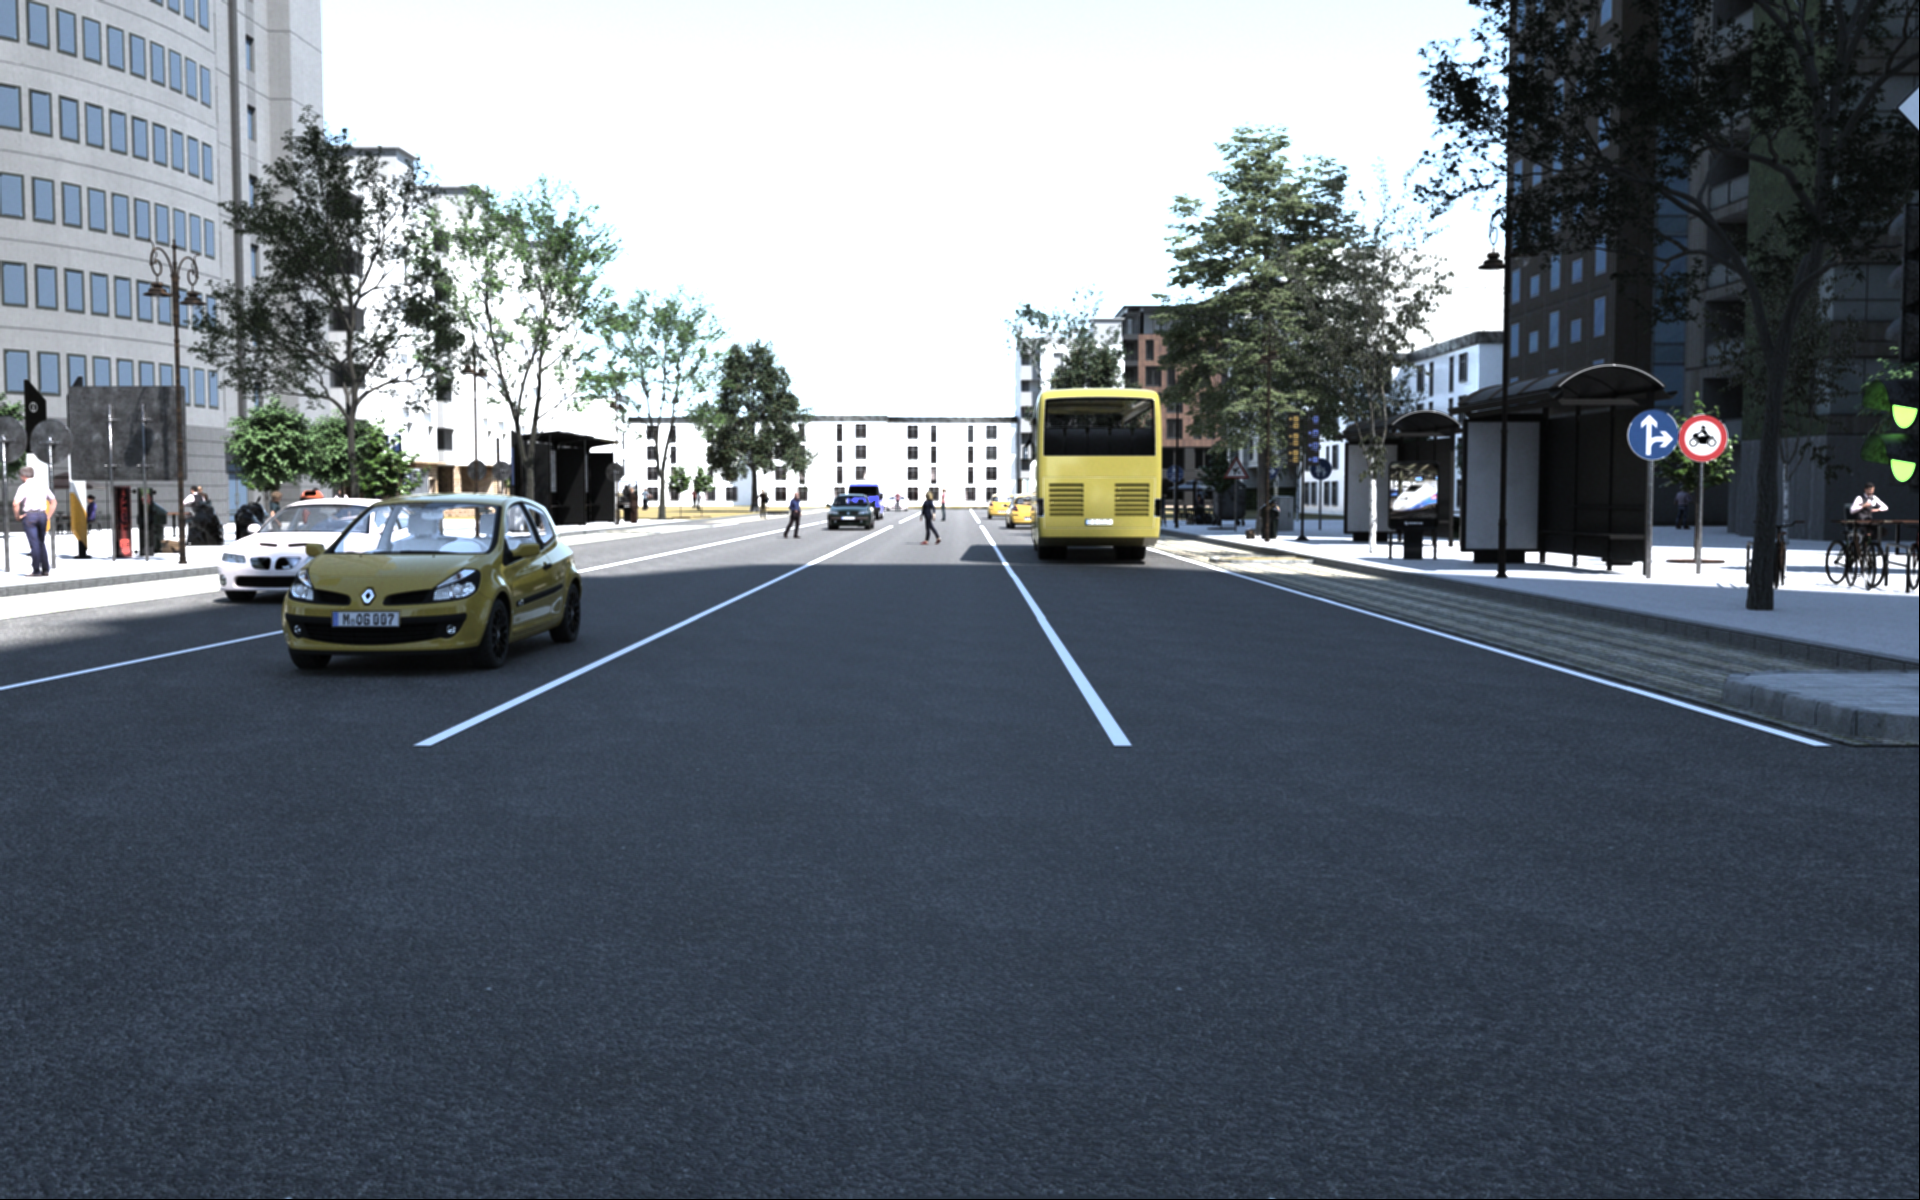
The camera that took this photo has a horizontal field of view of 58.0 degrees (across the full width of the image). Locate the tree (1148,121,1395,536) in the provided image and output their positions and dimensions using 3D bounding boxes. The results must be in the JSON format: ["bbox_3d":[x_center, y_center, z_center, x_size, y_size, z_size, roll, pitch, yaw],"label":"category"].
[{"bbox_3d":[9.502,-8.289,53.657,7.486,12.596,7.792,0,3,0],"label":"tree"}]

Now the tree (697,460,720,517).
[{"bbox_3d":[-14.327,-6.196,95.905,1.663,3.219,1.824,0,3,0],"label":"tree"}]

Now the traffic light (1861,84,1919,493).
[{"bbox_3d":[6.228,-1.350,10.992,0.839,4.253,0.868,0,3,0],"label":"traffic light"}]

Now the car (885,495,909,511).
[{"bbox_3d":[-5.451,-8.411,149.883,2.083,1.381,4.827,0,4,-2],"label":"car"}]

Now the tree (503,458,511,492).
[{"bbox_3d":[-20.003,-5.128,78.451,1.663,3.219,1.824,0,3,0],"label":"tree"}]

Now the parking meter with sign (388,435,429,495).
[{"bbox_3d":[-16.174,-3.381,51.537,0.543,3.016,1.738,2,4,29],"label":"parking meter with sign"}]

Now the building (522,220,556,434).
[{"bbox_3d":[-36.556,-15.842,115.440,16.016,20.091,11.380,0,3,0],"label":"building"}]

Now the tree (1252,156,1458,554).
[{"bbox_3d":[8.657,-5.302,37.051,4.360,8.622,3.978,0,3,0],"label":"tree"}]

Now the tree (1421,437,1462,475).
[{"bbox_3d":[22.038,-5.321,70.714,4.285,4.588,4.351,0,3,0],"label":"tree"}]

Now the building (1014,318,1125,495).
[{"bbox_3d":[11.921,-20.539,192.230,11.380,20.091,16.016,0,3,0],"label":"building"}]

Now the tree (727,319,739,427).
[{"bbox_3d":[-14.696,-9.740,85.004,9.928,11.665,9.643,0,3,0],"label":"tree"}]

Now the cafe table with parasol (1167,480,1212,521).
[{"bbox_3d":[11.170,-4.748,82.499,2.610,1.966,2.610,0,4,3],"label":"cafe table with parasol"}]

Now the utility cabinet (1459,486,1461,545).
[{"bbox_3d":[12.985,-2.095,42.937,0.318,1.500,1.173,-3,5,-43],"label":"utility cabinet"}]

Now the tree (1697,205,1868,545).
[{"bbox_3d":[20.856,-5.704,43.619,4.360,8.622,3.978,0,3,0],"label":"tree"}]

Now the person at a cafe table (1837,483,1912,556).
[{"bbox_3d":[19.315,-1.707,36.420,1.698,1.524,1.622,-1,4,-11],"label":"person at a cafe table"}]

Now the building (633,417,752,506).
[{"bbox_3d":[-36.118,-15.096,188.970,28.070,9.664,9.099,0,3,0],"label":"building"}]

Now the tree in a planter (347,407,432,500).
[{"bbox_3d":[-11.933,-2.352,35.674,1.991,3.239,1.994,0,3,0],"label":"tree in a planter"}]

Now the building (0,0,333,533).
[{"bbox_3d":[-40.522,-32.122,67.195,21.231,58.520,28.212,0,3,0],"label":"building"}]

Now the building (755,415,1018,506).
[{"bbox_3d":[-7.806,-15.057,188.325,28.070,9.664,9.099,0,3,0],"label":"building"}]

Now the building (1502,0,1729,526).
[{"bbox_3d":[32.867,-25.977,74.840,14.600,45.320,14.200,0,3,0],"label":"building"}]

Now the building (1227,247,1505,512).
[{"bbox_3d":[31.323,-16.293,132.845,16.747,18.905,31.486,0,3,0],"label":"building"}]

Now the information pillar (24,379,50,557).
[{"bbox_3d":[-18.983,-2.707,35.619,0.183,3.616,0.504,1,4,16],"label":"information pillar"}]

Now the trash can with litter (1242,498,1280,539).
[{"bbox_3d":[8.590,-2.328,49.450,1.055,1.170,0.624,1,4,9],"label":"trash can with litter"}]

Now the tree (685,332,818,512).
[{"bbox_3d":[-14.678,-12.621,123.354,9.611,12.733,9.660,0,3,0],"label":"tree"}]

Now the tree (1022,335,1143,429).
[{"bbox_3d":[9.124,-12.714,124.876,9.611,12.733,9.660,0,3,0],"label":"tree"}]

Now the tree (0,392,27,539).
[{"bbox_3d":[-28.368,-4.056,50.023,4.285,4.588,4.351,0,3,0],"label":"tree"}]

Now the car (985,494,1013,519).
[{"bbox_3d":[2.459,-5.492,100.011,2.015,1.641,3.980,0,4,1],"label":"car"}]

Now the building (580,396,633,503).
[{"bbox_3d":[-42.455,-12.391,144.735,28.070,9.664,9.099,0,3,0],"label":"building"}]

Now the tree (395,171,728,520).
[{"bbox_3d":[-14.349,-8.030,57.042,9.928,11.665,9.643,0,3,0],"label":"tree"}]

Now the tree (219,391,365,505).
[{"bbox_3d":[-21.846,-4.367,55.107,4.285,4.588,4.351,0,3,0],"label":"tree"}]

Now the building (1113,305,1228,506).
[{"bbox_3d":[33.980,-21.656,198.055,32.646,21.610,27.936,0,3,0],"label":"building"}]

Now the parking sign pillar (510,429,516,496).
[{"bbox_3d":[-18.051,-5.117,72.140,1.447,3.967,1.447,0,4,0],"label":"parking sign pillar"}]

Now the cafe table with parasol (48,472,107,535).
[{"bbox_3d":[-28.045,-3.032,54.431,2.610,1.966,2.610,3,5,42],"label":"cafe table with parasol"}]

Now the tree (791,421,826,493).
[{"bbox_3d":[-14.765,-12.789,159.462,4.360,8.622,3.978,0,3,0],"label":"tree"}]

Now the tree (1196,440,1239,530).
[{"bbox_3d":[9.360,-4.177,62.890,1.663,3.219,1.824,0,3,0],"label":"tree"}]

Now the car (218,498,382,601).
[{"bbox_3d":[-8.937,-0.762,24.814,2.083,1.381,4.827,0,4,-1],"label":"car"}]

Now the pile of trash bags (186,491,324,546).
[{"bbox_3d":[-17.710,-2.067,43.544,3.447,1.369,1.912,0,4,-4],"label":"pile of trash bags"}]

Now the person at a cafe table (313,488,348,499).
[{"bbox_3d":[-26.033,-3.915,72.530,1.698,1.524,1.622,0,4,-6],"label":"person at a cafe table"}]

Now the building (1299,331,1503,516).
[{"bbox_3d":[27.425,-9.862,103.388,9.099,9.664,28.070,0,3,0],"label":"building"}]

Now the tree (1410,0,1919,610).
[{"bbox_3d":[8.671,-5.152,18.653,8.767,10.594,7.601,2,4,35],"label":"tree"}]

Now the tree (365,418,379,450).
[{"bbox_3d":[-22.925,-4.904,63.893,4.285,4.588,4.351,0,3,0],"label":"tree"}]

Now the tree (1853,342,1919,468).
[{"bbox_3d":[16.076,-2.677,27.480,4.285,4.588,4.351,0,3,0],"label":"tree"}]

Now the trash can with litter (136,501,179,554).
[{"bbox_3d":[-17.318,-1.605,37.621,1.055,1.170,0.624,1,4,17],"label":"trash can with litter"}]

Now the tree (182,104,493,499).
[{"bbox_3d":[-15.228,-6.611,42.507,7.601,10.594,8.767,-3,4,-37],"label":"tree"}]

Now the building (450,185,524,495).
[{"bbox_3d":[-35.939,-15.148,104.082,16.016,20.091,11.380,0,3,0],"label":"building"}]

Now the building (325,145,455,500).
[{"bbox_3d":[-36.840,-14.411,92.046,16.016,20.091,11.380,0,3,0],"label":"building"}]

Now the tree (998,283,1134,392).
[{"bbox_3d":[10.552,-18.190,153.298,12.611,20.169,13.585,0,3,0],"label":"tree"}]

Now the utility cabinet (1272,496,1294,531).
[{"bbox_3d":[11.280,-3.015,60.461,0.306,1.237,1.020,3,5,42],"label":"utility cabinet"}]

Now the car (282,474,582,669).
[{"bbox_3d":[-4.597,-0.318,15.420,2.015,1.641,3.980,0,4,1],"label":"car"}]

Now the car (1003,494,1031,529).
[{"bbox_3d":[2.840,-3.806,72.445,2.015,1.641,3.980,0,4,-2],"label":"car"}]

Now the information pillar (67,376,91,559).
[{"bbox_3d":[-17.432,-2.621,34.214,0.183,3.616,0.504,0,4,1],"label":"information pillar"}]

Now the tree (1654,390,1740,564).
[{"bbox_3d":[13.610,-2.306,32.306,1.663,3.219,1.824,0,3,0],"label":"tree"}]

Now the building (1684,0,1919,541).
[{"bbox_3d":[30.598,-22.585,52.865,14.154,41.232,14.086,0,3,0],"label":"building"}]

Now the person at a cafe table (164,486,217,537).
[{"bbox_3d":[-23.012,-2.637,51.625,1.622,1.524,1.698,2,4,29],"label":"person at a cafe table"}]

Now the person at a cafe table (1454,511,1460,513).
[{"bbox_3d":[16.973,-2.892,55.795,1.622,1.524,1.698,3,4,36],"label":"person at a cafe table"}]

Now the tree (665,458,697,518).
[{"bbox_3d":[-15.047,-5.983,92.420,1.663,3.219,1.824,0,3,0],"label":"tree"}]

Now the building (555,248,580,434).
[{"bbox_3d":[-36.392,-16.548,126.982,16.016,20.091,11.380,0,3,0],"label":"building"}]

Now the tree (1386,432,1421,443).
[{"bbox_3d":[19.614,-5.679,76.567,4.285,4.588,4.351,0,3,0],"label":"tree"}]

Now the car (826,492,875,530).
[{"bbox_3d":[-4.423,-3.714,70.515,2.009,1.686,4.222,0,3,0],"label":"car"}]

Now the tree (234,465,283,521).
[{"bbox_3d":[-23.865,-3.976,59.613,1.663,3.219,1.824,0,3,0],"label":"tree"}]
